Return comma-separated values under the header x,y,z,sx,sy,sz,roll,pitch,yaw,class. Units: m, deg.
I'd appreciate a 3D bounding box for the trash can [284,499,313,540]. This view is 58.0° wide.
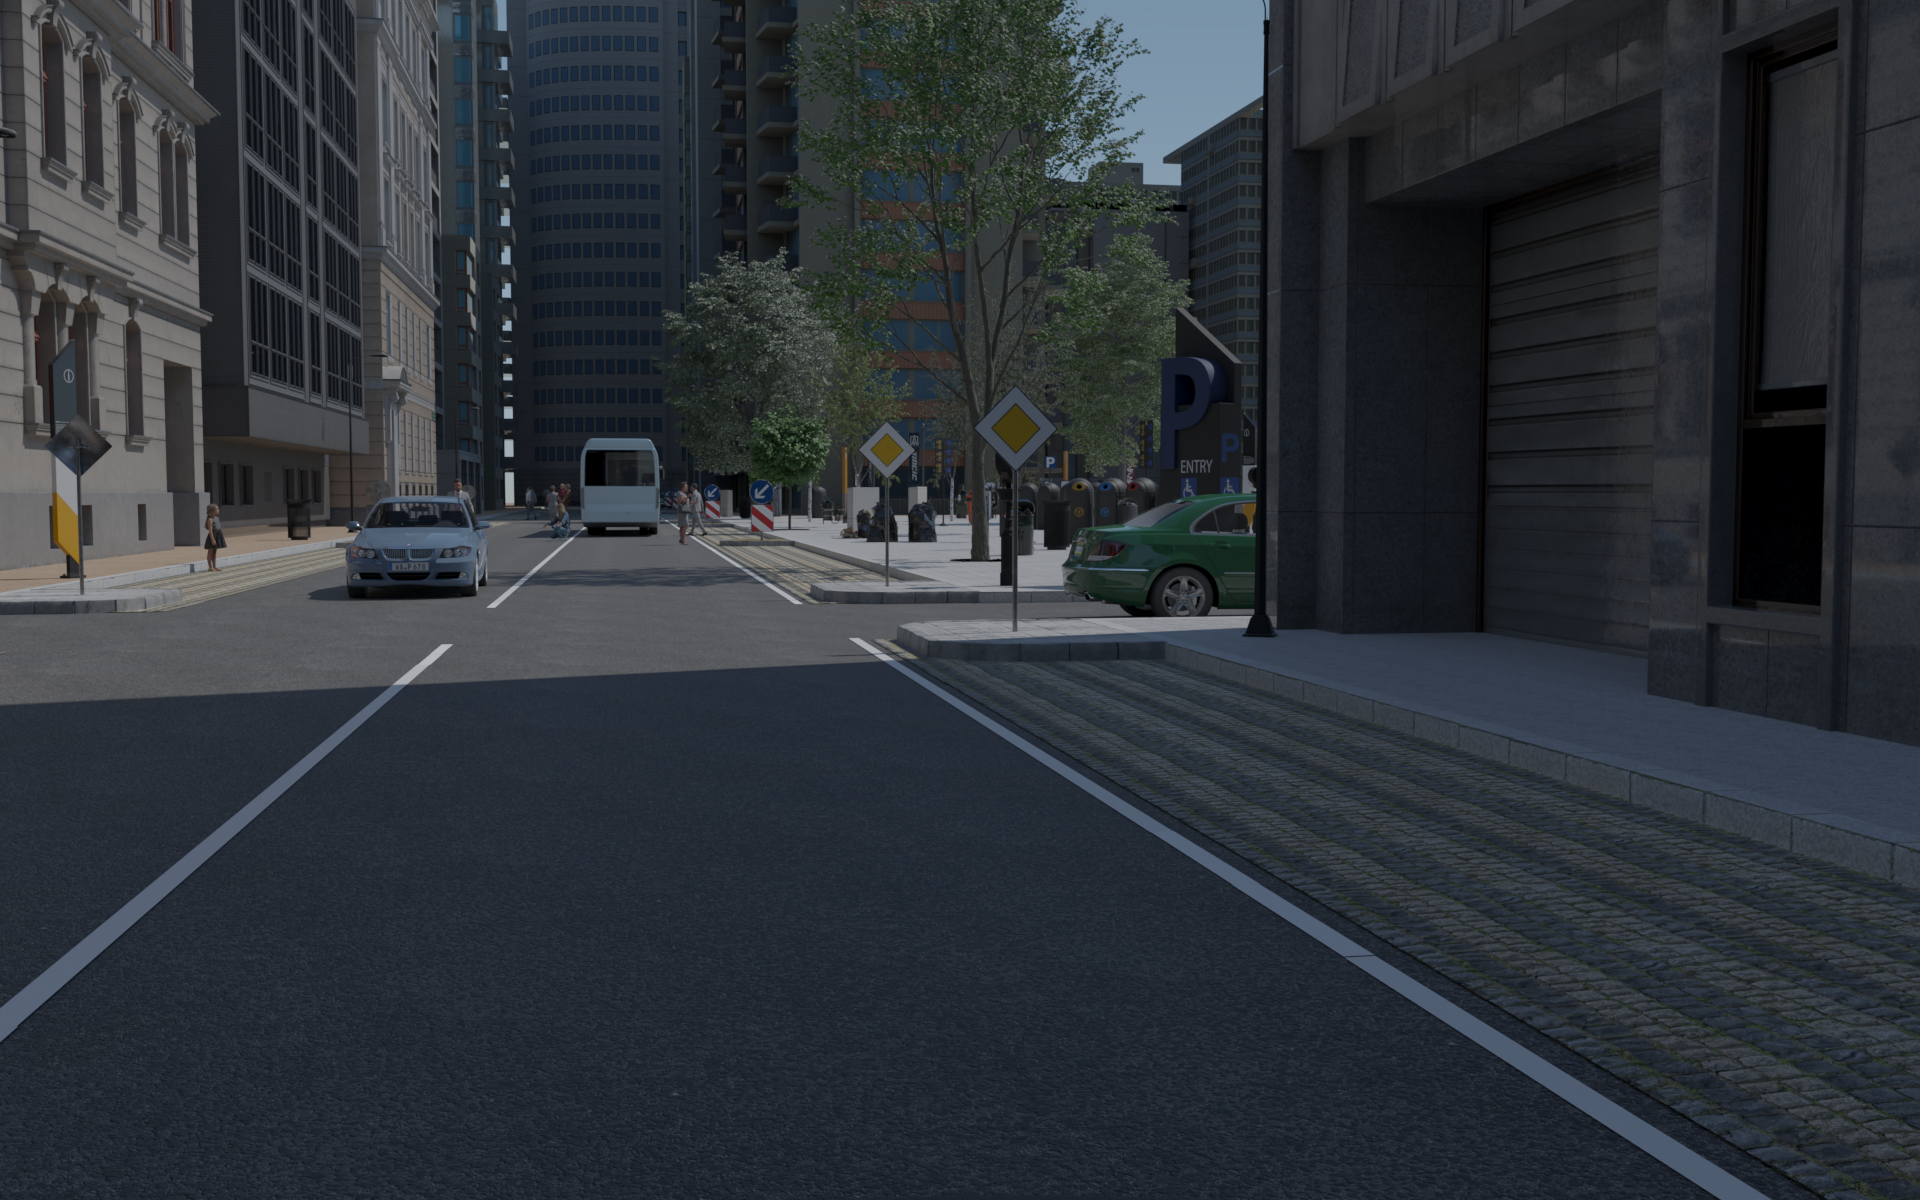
x,y,z,sx,sy,sz,roll,pitch,yaw,class
-18.445,-2.243,48.327,0.748,1.137,0.748,0,3,0,trash can

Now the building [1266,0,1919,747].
x,y,z,sx,sy,sz,roll,pitch,yaw,class
10.706,-11.581,7.373,12.078,24.808,19.932,-1,4,-11,building

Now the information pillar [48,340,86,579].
x,y,z,sx,sy,sz,roll,pitch,yaw,class
-13.539,-2.132,26.213,0.183,3.616,0.504,1,4,13,information pillar

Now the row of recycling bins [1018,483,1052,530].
x,y,z,sx,sy,sz,roll,pitch,yaw,class
3.649,-3.376,62.316,3.534,1.692,1.069,2,4,30,row of recycling bins

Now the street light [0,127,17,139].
x,y,z,sx,sy,sz,roll,pitch,yaw,class
-12.654,-3.026,22.011,1.470,5.913,1.316,-1,4,-11,street light

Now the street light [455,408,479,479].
x,y,z,sx,sy,sz,roll,pitch,yaw,class
-26.487,-7.366,92.969,1.470,5.913,1.316,-1,4,-11,street light

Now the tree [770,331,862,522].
x,y,z,sx,sy,sz,roll,pitch,yaw,class
-6.688,-7.898,79.503,4.360,8.622,3.978,0,3,0,tree

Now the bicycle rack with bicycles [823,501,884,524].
x,y,z,sx,sy,sz,roll,pitch,yaw,class
-4.424,-3.726,74.302,2.852,0.926,2.925,2,4,33,bicycle rack with bicycles

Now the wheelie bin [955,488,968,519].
x,y,z,sx,sy,sz,roll,pitch,yaw,class
0.090,-5.072,90.836,0.693,1.594,0.980,0,4,-1,wheelie bin

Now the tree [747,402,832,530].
x,y,z,sx,sy,sz,roll,pitch,yaw,class
-6.108,-4.766,61.637,4.285,4.588,4.351,0,3,0,tree

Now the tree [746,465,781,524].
x,y,z,sx,sy,sz,roll,pitch,yaw,class
-8.379,-4.879,74.379,1.663,3.219,1.824,0,3,0,tree

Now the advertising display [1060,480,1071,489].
x,y,z,sx,sy,sz,roll,pitch,yaw,class
5.177,-4.633,80.963,0.974,1.923,0.123,1,4,13,advertising display

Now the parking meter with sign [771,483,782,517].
x,y,z,sx,sy,sz,roll,pitch,yaw,class
-10.389,-6.231,98.144,0.543,3.016,1.738,0,4,3,parking meter with sign

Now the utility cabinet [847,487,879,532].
x,y,z,sx,sy,sz,roll,pitch,yaw,class
-3.218,-2.983,57.446,0.318,1.500,1.173,3,5,44,utility cabinet

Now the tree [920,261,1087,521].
x,y,z,sx,sy,sz,roll,pitch,yaw,class
1.720,-6.447,55.774,4.360,8.622,3.978,0,3,0,tree

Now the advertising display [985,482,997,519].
x,y,z,sx,sy,sz,roll,pitch,yaw,class
1.635,-5.218,90.533,0.123,1.923,0.974,-2,4,-31,advertising display

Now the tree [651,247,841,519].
x,y,z,sx,sy,sz,roll,pitch,yaw,class
-10.588,-11.138,88.758,9.857,13.997,8.962,0,3,0,tree

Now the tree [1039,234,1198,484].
x,y,z,sx,sy,sz,roll,pitch,yaw,class
7.259,-9.626,75.511,7.486,12.596,7.792,0,3,0,tree

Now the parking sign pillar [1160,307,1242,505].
x,y,z,sx,sy,sz,roll,pitch,yaw,class
3.398,-2.204,24.509,1.447,3.967,1.447,-2,4,-32,parking sign pillar

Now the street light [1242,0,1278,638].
x,y,z,sx,sy,sz,roll,pitch,yaw,class
2.178,-2.619,15.369,1.470,5.913,1.316,-1,4,-11,street light

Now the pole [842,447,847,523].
x,y,z,sx,sy,sz,roll,pitch,yaw,class
-5.033,-5.006,75.684,0.158,3.312,0.155,0,3,0,pole

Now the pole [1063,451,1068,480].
x,y,z,sx,sy,sz,roll,pitch,yaw,class
5.023,-5.415,82.375,0.158,3.312,0.155,0,3,0,pole

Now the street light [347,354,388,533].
x,y,z,sx,sy,sz,roll,pitch,yaw,class
-19.596,-5.185,57.321,1.470,5.913,1.316,-1,4,-11,street light

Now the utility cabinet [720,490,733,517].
x,y,z,sx,sy,sz,roll,pitch,yaw,class
-12.753,-5.258,94.654,0.318,1.500,1.173,-2,4,-26,utility cabinet

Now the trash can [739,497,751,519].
x,y,z,sx,sy,sz,roll,pitch,yaw,class
-11.208,-4.822,90.489,0.748,1.137,0.748,0,3,0,trash can

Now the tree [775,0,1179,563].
x,y,z,sx,sy,sz,roll,pitch,yaw,class
0.382,-6.545,32.763,9.928,11.665,9.643,0,3,0,tree

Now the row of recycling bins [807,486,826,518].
x,y,z,sx,sy,sz,roll,pitch,yaw,class
-7.697,-5.244,92.846,1.069,1.692,3.534,0,4,-6,row of recycling bins

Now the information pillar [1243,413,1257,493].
x,y,z,sx,sy,sz,roll,pitch,yaw,class
8.391,-3.601,50.235,0.183,3.616,0.504,-3,4,-36,information pillar

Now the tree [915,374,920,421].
x,y,z,sx,sy,sz,roll,pitch,yaw,class
-0.284,-8.041,81.830,4.360,8.622,3.978,0,3,0,tree

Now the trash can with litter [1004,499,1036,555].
x,y,z,sx,sy,sz,roll,pitch,yaw,class
1.284,-1.534,36.464,0.624,1.170,1.055,0,4,7,trash can with litter

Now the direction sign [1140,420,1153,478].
x,y,z,sx,sy,sz,roll,pitch,yaw,class
5.731,-3.752,53.334,0.379,3.537,0.876,-1,4,-20,direction sign

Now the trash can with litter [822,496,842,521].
x,y,z,sx,sy,sz,roll,pitch,yaw,class
-6.094,-4.383,83.043,1.055,1.170,0.624,1,4,14,trash can with litter

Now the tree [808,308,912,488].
x,y,z,sx,sy,sz,roll,pitch,yaw,class
-3.972,-7.201,68.092,4.737,8.622,4.395,0,3,0,tree

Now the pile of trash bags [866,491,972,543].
x,y,z,sx,sy,sz,roll,pitch,yaw,class
-0.897,-2.247,46.485,3.447,1.369,1.912,1,4,15,pile of trash bags

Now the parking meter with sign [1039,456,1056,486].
x,y,z,sx,sy,sz,roll,pitch,yaw,class
4.018,-5.184,81.020,0.543,3.016,1.738,-1,4,-11,parking meter with sign

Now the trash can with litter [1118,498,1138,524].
x,y,z,sx,sy,sz,roll,pitch,yaw,class
2.653,-1.184,30.420,1.678,1.210,2.233,3,4,38,trash can with litter

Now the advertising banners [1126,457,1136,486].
x,y,z,sx,sy,sz,roll,pitch,yaw,class
7.334,-5.263,82.239,2.074,3.025,0.090,1,4,13,advertising banners

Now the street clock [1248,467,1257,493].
x,y,z,sx,sy,sz,roll,pitch,yaw,class
7.826,-2.508,45.579,0.471,2.002,0.358,-1,4,-20,street clock

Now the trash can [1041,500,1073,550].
x,y,z,sx,sy,sz,roll,pitch,yaw,class
2.230,-1.727,39.890,0.748,1.137,0.748,0,3,0,trash can

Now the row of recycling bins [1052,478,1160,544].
x,y,z,sx,sy,sz,roll,pitch,yaw,class
4.216,-2.268,44.193,3.534,1.692,1.069,2,4,34,row of recycling bins

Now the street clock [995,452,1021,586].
x,y,z,sx,sy,sz,roll,pitch,yaw,class
0.679,-1.200,24.192,0.358,2.002,0.471,1,4,23,street clock

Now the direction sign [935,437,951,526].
x,y,z,sx,sy,sz,roll,pitch,yaw,class
-0.669,-4.731,69.342,0.379,3.537,0.876,3,5,44,direction sign

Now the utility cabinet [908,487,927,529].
x,y,z,sx,sy,sz,roll,pitch,yaw,class
-1.295,-2.681,52.515,0.318,1.500,1.173,1,4,12,utility cabinet

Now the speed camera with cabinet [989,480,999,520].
x,y,z,sx,sy,sz,roll,pitch,yaw,class
1.570,-5.650,86.711,2.038,3.252,0.660,0,4,-4,speed camera with cabinet
